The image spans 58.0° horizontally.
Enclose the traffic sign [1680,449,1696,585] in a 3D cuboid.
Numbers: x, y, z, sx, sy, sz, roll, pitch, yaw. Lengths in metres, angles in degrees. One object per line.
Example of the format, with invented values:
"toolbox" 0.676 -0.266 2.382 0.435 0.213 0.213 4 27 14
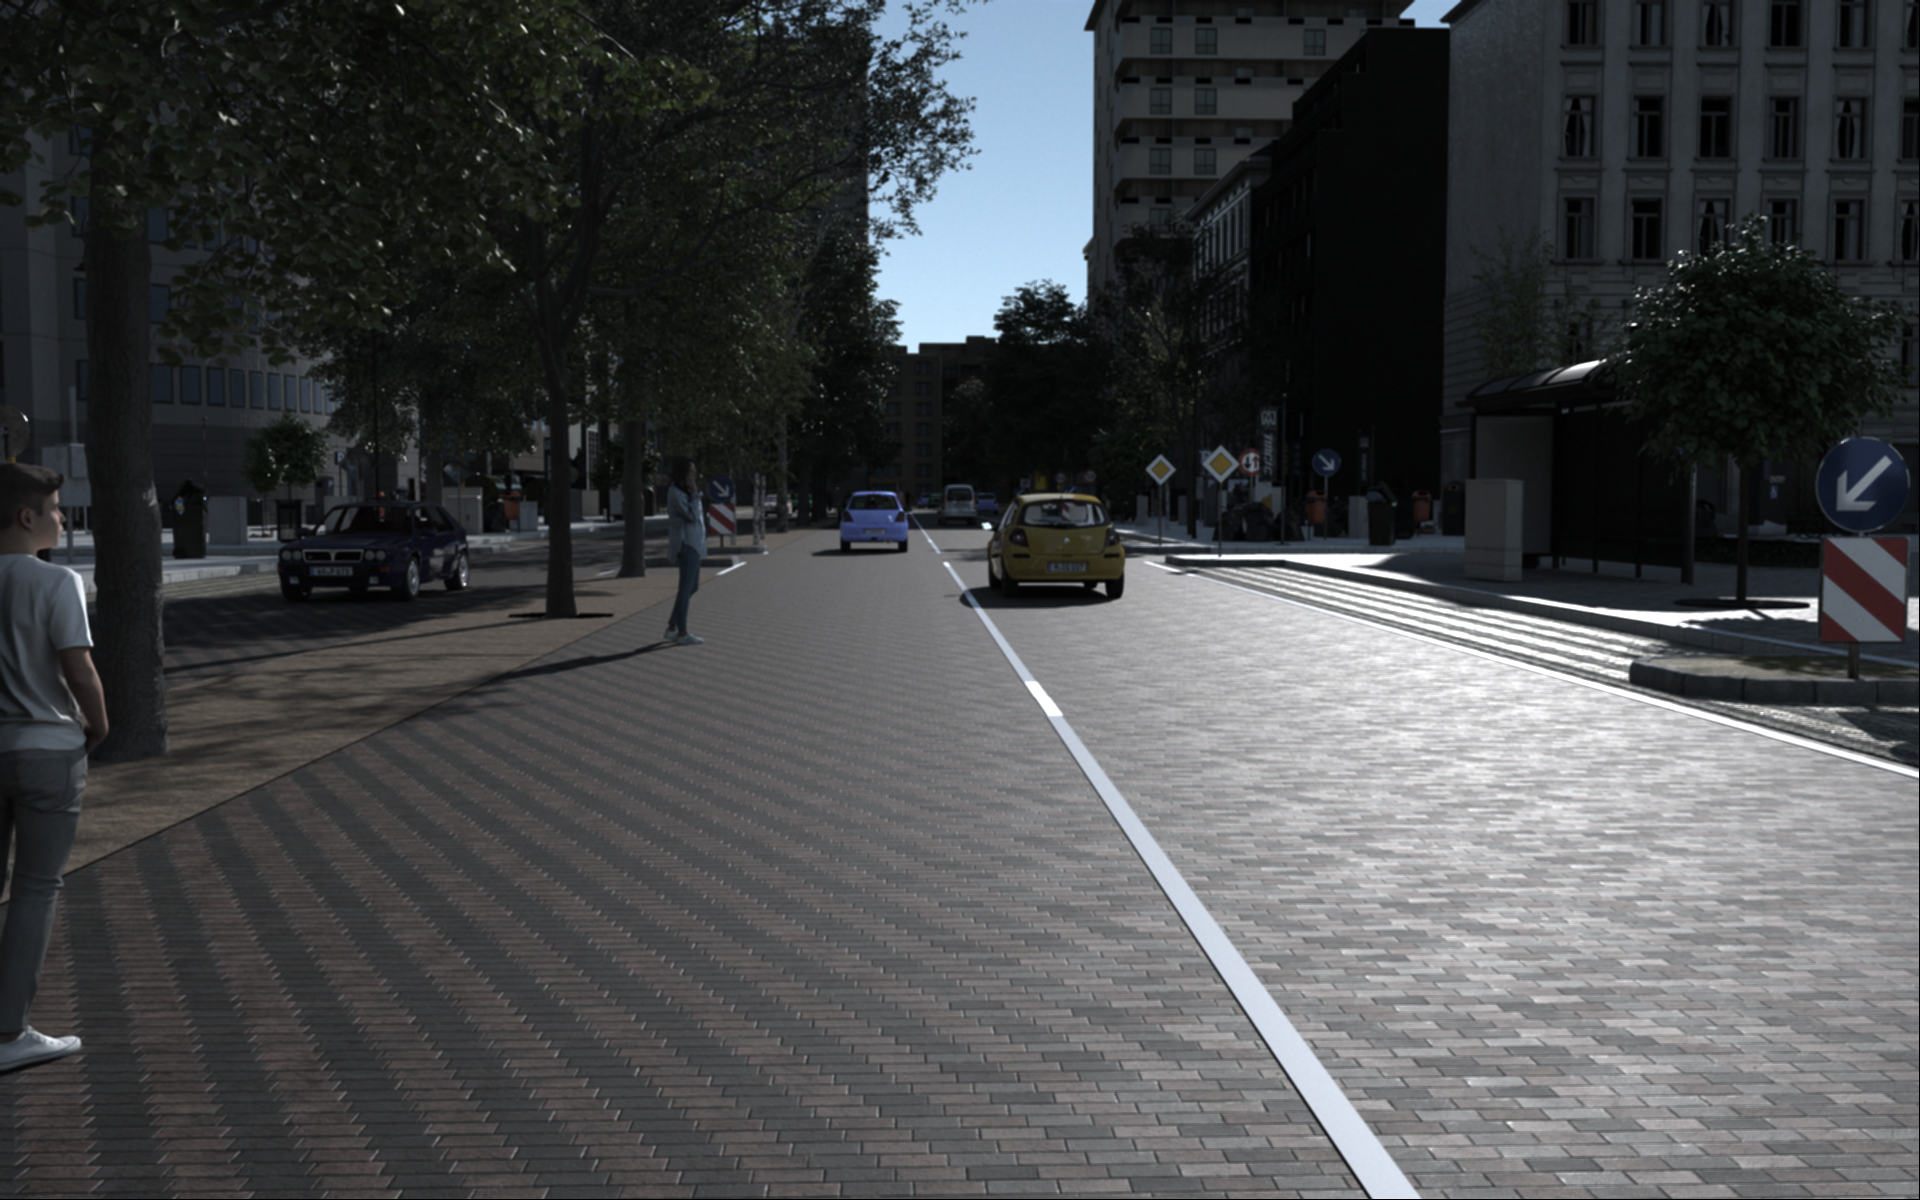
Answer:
"traffic sign" 10.282 -1.480 24.303 0.768 2.556 0.104 0 4 1

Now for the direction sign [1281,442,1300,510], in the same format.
"direction sign" 14.277 -5.069 74.881 0.876 3.537 0.379 -1 4 -13

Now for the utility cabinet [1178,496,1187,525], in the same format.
"utility cabinet" 9.292 -3.671 71.184 0.306 1.237 1.020 -1 4 -17

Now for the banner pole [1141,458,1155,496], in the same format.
"banner pole" 11.439 -7.036 105.052 0.863 3.779 0.401 -1 4 -13

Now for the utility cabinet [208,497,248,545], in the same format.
"utility cabinet" -18.387 -1.978 43.501 1.020 1.237 0.306 1 4 22

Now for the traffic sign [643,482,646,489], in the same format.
"traffic sign" -18.226 -6.138 94.225 2.265 3.308 0.079 0 4 0

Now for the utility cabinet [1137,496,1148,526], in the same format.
"utility cabinet" 7.297 -3.551 69.220 0.306 1.237 1.020 1 4 16

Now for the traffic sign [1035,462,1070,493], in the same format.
"traffic sign" 5.939 -7.190 111.435 2.265 3.308 0.079 0 4 2

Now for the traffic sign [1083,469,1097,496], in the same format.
"traffic sign" 6.480 -5.256 86.045 0.768 2.556 0.104 0 4 3

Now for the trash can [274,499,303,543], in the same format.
"trash can" -17.636 -2.072 45.536 0.748 1.137 0.748 0 3 0

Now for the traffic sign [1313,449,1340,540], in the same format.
"traffic sign" 10.307 -2.978 48.792 0.768 2.556 0.104 0 4 6

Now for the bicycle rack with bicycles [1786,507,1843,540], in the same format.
"bicycle rack with bicycles" 23.907 -2.215 49.602 2.852 0.926 2.925 -3 5 -44

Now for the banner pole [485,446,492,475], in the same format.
"banner pole" -24.334 -6.075 89.336 0.401 3.779 0.863 -3 5 -42

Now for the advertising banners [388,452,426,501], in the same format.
"advertising banners" -22.528 -4.569 70.883 0.090 3.025 2.074 2 4 32

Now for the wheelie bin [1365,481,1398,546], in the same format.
"wheelie bin" 10.483 -2.154 43.129 0.693 1.594 0.980 2 4 26

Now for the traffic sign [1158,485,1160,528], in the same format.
"traffic sign" 7.538 -3.935 65.528 0.795 2.450 0.064 0 4 -1

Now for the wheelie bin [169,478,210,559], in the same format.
"wheelie bin" -15.341 -1.627 34.516 0.693 1.594 0.980 -1 4 -17

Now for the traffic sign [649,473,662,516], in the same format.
"traffic sign" -18.008 -6.253 102.339 0.768 2.556 0.104 0 4 3

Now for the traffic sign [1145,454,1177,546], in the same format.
"traffic sign" 4.976 -2.409 43.037 0.795 2.450 0.064 0 4 -2

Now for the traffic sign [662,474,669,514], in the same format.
"traffic sign" -18.733 -6.684 109.382 0.768 2.556 0.104 0 4 3

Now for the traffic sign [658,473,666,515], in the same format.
"traffic sign" -18.510 -6.525 106.784 0.768 2.556 0.104 0 4 7

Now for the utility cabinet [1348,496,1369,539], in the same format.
"utility cabinet" 11.553 -2.384 50.139 0.306 1.237 1.020 2 4 31

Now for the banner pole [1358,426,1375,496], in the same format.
"banner pole" 15.115 -4.542 64.278 0.401 3.779 0.863 -3 4 -36

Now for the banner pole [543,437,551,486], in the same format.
"banner pole" -15.716 -4.719 67.173 0.863 3.779 0.401 0 4 -8

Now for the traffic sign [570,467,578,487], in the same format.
"traffic sign" -18.072 -4.904 80.285 0.768 2.556 0.104 0 4 -1

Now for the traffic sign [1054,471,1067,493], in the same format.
"traffic sign" 5.649 -5.944 97.296 0.768 2.556 0.104 0 4 -1

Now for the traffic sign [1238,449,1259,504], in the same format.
"traffic sign" 8.190 -2.973 48.708 0.768 2.556 0.104 0 4 6

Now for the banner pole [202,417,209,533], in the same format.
"banner pole" -24.575 -4.061 56.407 0.401 3.779 0.863 -1 4 -22

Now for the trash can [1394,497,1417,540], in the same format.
"trash can" 12.504 -2.280 48.924 0.748 1.137 0.748 0 3 0

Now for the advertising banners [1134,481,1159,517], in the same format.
"advertising banners" 10.337 -6.105 95.997 2.074 3.025 0.090 -1 4 -20

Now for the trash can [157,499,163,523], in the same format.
"trash can" -25.250 -2.594 54.073 0.748 1.137 0.748 0 3 0

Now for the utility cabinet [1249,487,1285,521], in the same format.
"utility cabinet" 9.505 -2.752 53.679 1.173 1.500 0.318 -2 4 -27

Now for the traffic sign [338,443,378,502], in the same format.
"traffic sign" -11.967 -1.884 34.452 0.795 2.450 0.064 0 4 -2

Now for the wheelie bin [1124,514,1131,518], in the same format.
"wheelie bin" 8.684 -5.149 92.095 0.693 1.594 0.980 -2 4 -32

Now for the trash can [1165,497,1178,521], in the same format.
"trash can" 10.057 -4.302 81.995 0.748 1.137 0.748 0 3 0

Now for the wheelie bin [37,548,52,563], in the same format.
"wheelie bin" -15.153 -1.239 28.173 0.693 1.594 0.980 2 4 33

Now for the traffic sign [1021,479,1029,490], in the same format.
"traffic sign" 4.365 -6.978 116.217 0.606 2.300 0.079 0 4 4

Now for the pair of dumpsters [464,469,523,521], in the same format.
"pair of dumpsters" -17.507 -3.798 64.593 1.574 2.255 4.437 0 4 -2

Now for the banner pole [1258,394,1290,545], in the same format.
"banner pole" 7.892 -3.271 43.499 0.863 3.779 0.401 0 4 -6

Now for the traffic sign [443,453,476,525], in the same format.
"traffic sign" -12.257 -2.372 42.432 0.795 2.450 0.064 0 4 -2

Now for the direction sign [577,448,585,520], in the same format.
"direction sign" -18.511 -5.660 84.543 0.379 3.537 0.876 -2 4 -30

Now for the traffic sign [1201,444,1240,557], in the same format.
"traffic sign" 5.267 -1.921 35.057 0.795 2.450 0.064 0 4 -2

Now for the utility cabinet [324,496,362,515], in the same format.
"utility cabinet" -20.037 -2.750 56.125 1.020 1.237 0.306 -2 4 -31

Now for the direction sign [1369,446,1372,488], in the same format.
"direction sign" 19.166 -5.443 80.983 0.379 3.537 0.876 2 4 25

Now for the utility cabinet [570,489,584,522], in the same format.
"utility cabinet" -17.801 -4.324 79.383 0.318 1.500 1.173 1 4 19

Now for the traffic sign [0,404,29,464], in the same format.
"traffic sign" -13.585 -1.498 24.606 0.768 2.556 0.104 0 4 5
